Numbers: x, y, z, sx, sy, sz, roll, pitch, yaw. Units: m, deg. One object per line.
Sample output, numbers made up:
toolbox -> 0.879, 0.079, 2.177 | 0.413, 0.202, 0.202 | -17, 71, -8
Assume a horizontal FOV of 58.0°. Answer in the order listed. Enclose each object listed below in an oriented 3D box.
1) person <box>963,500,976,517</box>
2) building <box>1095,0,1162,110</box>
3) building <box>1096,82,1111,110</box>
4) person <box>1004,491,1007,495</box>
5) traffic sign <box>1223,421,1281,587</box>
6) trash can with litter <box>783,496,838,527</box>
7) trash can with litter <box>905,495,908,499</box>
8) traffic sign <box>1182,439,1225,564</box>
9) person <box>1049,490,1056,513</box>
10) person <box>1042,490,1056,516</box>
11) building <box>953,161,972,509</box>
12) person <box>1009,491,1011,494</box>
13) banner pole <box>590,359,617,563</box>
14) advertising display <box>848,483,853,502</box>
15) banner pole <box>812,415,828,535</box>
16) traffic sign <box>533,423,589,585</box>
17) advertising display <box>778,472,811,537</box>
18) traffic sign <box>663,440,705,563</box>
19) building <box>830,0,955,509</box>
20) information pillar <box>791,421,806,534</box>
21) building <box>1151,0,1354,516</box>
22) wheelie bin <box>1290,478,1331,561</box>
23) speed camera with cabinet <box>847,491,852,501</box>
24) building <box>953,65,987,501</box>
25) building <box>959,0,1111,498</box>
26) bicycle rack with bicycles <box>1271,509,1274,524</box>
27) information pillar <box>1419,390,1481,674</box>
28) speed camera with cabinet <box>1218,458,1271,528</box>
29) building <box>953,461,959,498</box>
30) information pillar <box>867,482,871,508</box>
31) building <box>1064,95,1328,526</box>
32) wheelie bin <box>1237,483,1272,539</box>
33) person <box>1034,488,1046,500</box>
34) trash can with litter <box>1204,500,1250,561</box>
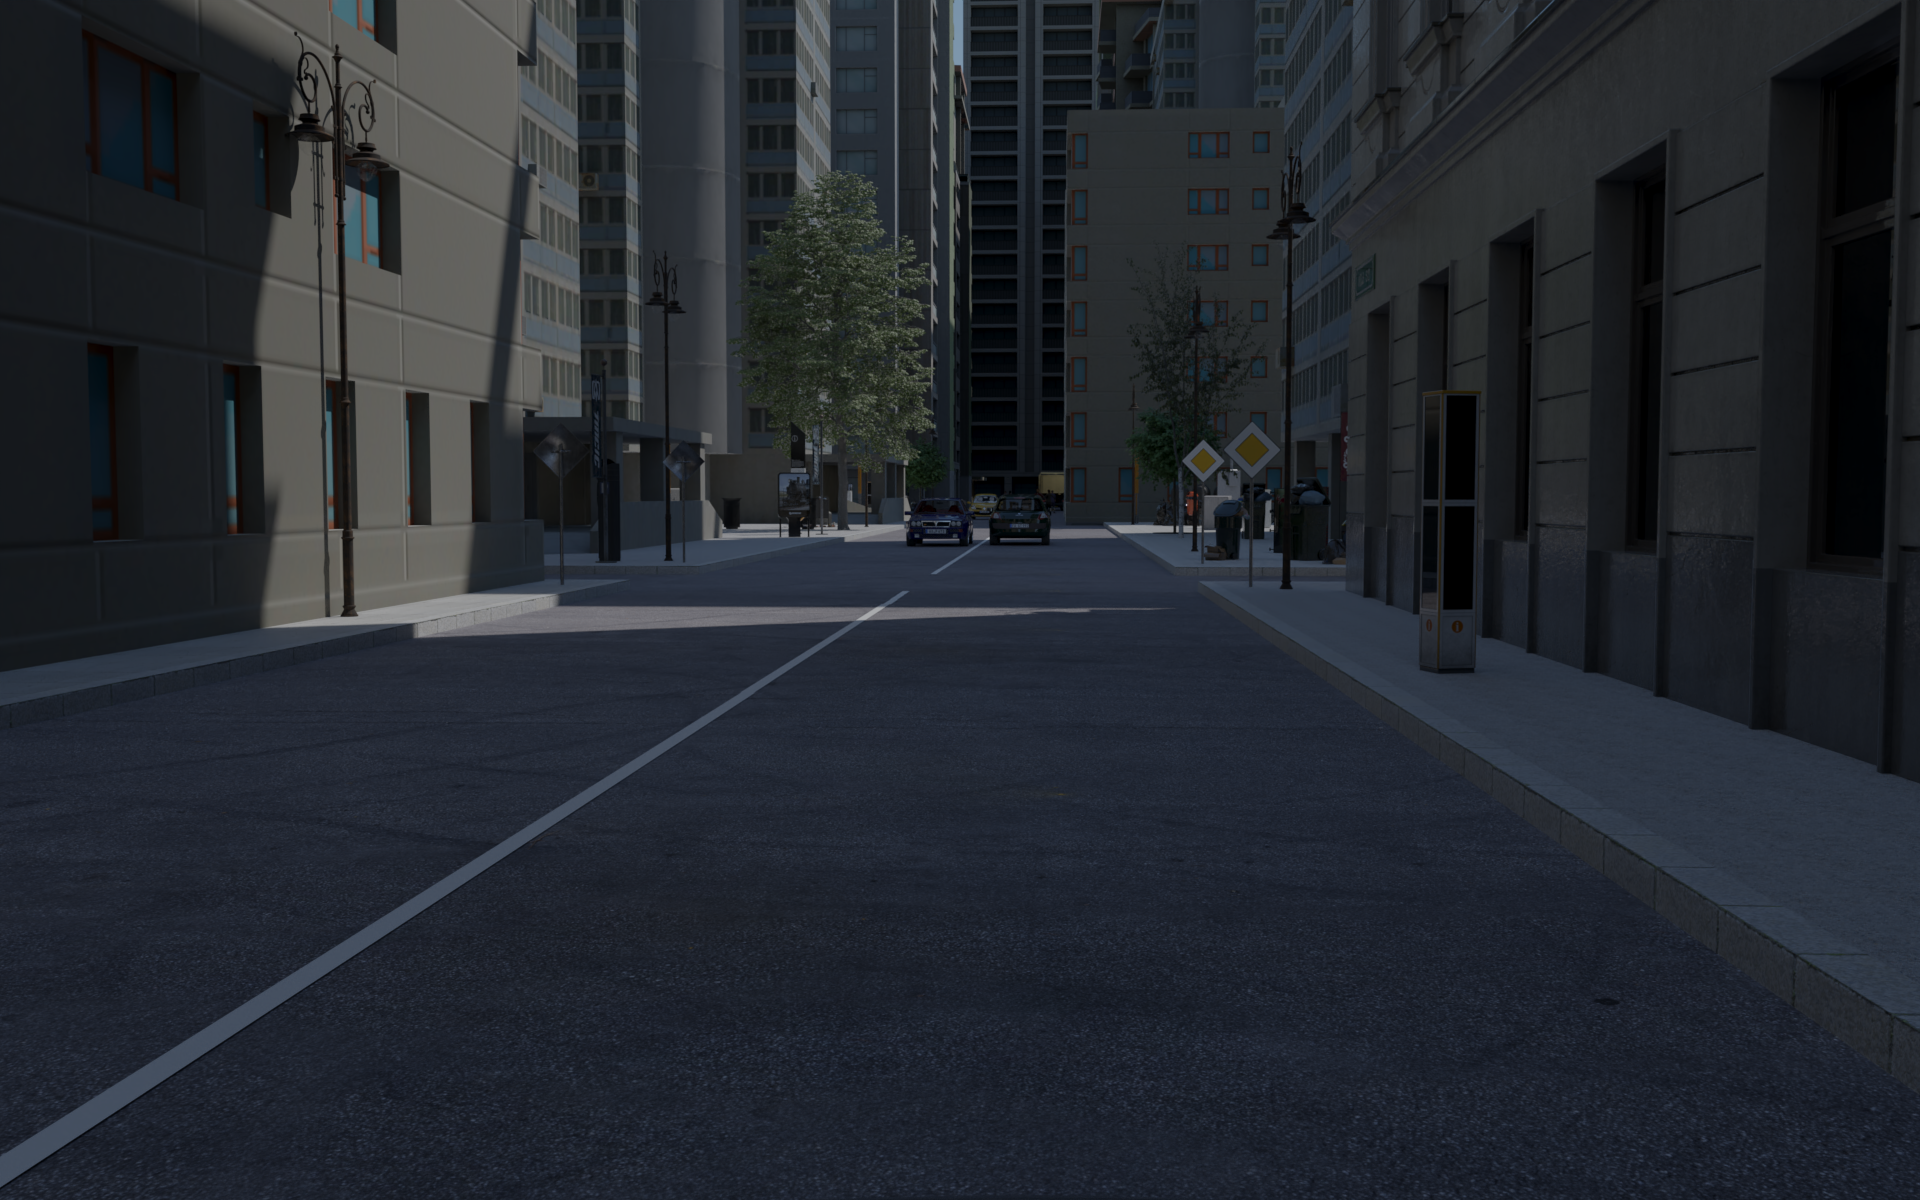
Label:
person -> 0.164, -3.948, 78.542 | 0.738, 1.151, 1.012 | -2, 4, -32
building -> 23.036, -30.431, 152.169 | 22.147, 44.769, 28.867 | 0, 4, 3
building -> 20.614, -30.018, 174.385 | 14.154, 41.232, 14.086 | 0, 4, 3
person -> 4.418, -9.820, 169.767 | 1.217, 1.736, 0.721 | 2, 4, 29
traffic sign -> 4.010, -1.236, 23.848 | 0.795, 2.450, 0.064 | 0, 4, 3
trash can with litter -> -5.689, -3.419, 66.961 | 2.233, 1.210, 1.678 | 0, 4, 6
trash can with litter -> -3.047, -5.729, 104.721 | 2.233, 1.210, 1.678 | 1, 4, 20
traffic sign -> 4.462, -1.723, 31.820 | 0.795, 2.450, 0.064 | 0, 4, 3
person -> 6.895, -7.333, 129.307 | 0.541, 1.710, 0.530 | 1, 4, 16
person -> 5.857, -6.470, 115.006 | 1.217, 1.735, 0.721 | -2, 4, -27
building -> -6.336, -23.151, 150.218 | 14.160, 30.474, 14.107 | 0, 4, 3
person -> 4.415, -8.630, 150.279 | 0.721, 1.739, 1.217 | -3, 5, -43
banner pole -> -6.645, -2.567, 31.992 | 0.401, 3.779, 0.863 | 1, 4, 10
advertising display -> -6.616, -6.025, 103.722 | 0.123, 1.923, 0.974 | 1, 4, 11
banner pole -> -4.490, -3.968, 54.891 | 0.401, 3.779, 0.863 | -2, 4, -32
traffic sign -> -5.618, -1.270, 24.412 | 0.795, 2.450, 0.064 | 0, 4, 3
advertising display -> -4.942, -2.839, 51.626 | 0.974, 1.923, 0.123 | -1, 4, -14
traffic sign -> -5.166, -1.758, 32.384 | 0.795, 2.450, 0.064 | 0, 4, 3
building -> -7.788, -26.356, 114.520 | 14.154, 41.232, 14.086 | 0, 4, 3
information pillar -> -5.201, -3.926, 55.549 | 0.504, 3.616, 0.183 | 1, 4, 16
building -> 26.661, -26.491, 125.010 | 32.217, 40.220, 23.993 | 0, 4, 3
wheelie bin -> 6.711, -1.559, 33.403 | 0.693, 1.594, 0.980 | -2, 4, -26
speed camera with cabinet -> -6.826, -6.019, 92.745 | 2.038, 3.252, 0.660 | 0, 4, 5
building -> -12.176, -31.709, 173.068 | 28.867, 44.769, 22.147 | 0, 4, 3
building -> 11.070, -46.527, 198.965 | 20.611, 71.187, 20.563 | 0, 4, 3
bicycle rack with bicycles -> 12.823, -3.789, 75.325 | 2.852, 0.926, 2.925 | -2, 4, -29
information pillar -> 3.518, -0.487, 12.455 | 0.304, 2.012, 0.304 | -1, 4, -12
speed camera with cabinet -> 10.721, -4.338, 65.258 | 2.038, 3.252, 0.660 | -1, 4, -23
building -> -10.493, -42.383, 131.214 | 20.563, 71.187, 20.611 | 0, 4, 3
information pillar -> -5.471, -6.129, 104.708 | 0.304, 2.012, 0.304 | 0, 4, -5
building -> 19.445, -15.100, 91.927 | 27.650, 21.520, 28.899 | 0, 4, 3
wheelie bin -> 8.371, -2.523, 49.157 | 0.980, 1.594, 0.693 | 0, 4, 3
person -> 5.480, -6.953, 122.141 | 1.348, 1.831, 0.705 | 1, 4, 19
trash can with litter -> 5.168, -1.364, 33.696 | 0.624, 1.170, 1.055 | 2, 4, 31
